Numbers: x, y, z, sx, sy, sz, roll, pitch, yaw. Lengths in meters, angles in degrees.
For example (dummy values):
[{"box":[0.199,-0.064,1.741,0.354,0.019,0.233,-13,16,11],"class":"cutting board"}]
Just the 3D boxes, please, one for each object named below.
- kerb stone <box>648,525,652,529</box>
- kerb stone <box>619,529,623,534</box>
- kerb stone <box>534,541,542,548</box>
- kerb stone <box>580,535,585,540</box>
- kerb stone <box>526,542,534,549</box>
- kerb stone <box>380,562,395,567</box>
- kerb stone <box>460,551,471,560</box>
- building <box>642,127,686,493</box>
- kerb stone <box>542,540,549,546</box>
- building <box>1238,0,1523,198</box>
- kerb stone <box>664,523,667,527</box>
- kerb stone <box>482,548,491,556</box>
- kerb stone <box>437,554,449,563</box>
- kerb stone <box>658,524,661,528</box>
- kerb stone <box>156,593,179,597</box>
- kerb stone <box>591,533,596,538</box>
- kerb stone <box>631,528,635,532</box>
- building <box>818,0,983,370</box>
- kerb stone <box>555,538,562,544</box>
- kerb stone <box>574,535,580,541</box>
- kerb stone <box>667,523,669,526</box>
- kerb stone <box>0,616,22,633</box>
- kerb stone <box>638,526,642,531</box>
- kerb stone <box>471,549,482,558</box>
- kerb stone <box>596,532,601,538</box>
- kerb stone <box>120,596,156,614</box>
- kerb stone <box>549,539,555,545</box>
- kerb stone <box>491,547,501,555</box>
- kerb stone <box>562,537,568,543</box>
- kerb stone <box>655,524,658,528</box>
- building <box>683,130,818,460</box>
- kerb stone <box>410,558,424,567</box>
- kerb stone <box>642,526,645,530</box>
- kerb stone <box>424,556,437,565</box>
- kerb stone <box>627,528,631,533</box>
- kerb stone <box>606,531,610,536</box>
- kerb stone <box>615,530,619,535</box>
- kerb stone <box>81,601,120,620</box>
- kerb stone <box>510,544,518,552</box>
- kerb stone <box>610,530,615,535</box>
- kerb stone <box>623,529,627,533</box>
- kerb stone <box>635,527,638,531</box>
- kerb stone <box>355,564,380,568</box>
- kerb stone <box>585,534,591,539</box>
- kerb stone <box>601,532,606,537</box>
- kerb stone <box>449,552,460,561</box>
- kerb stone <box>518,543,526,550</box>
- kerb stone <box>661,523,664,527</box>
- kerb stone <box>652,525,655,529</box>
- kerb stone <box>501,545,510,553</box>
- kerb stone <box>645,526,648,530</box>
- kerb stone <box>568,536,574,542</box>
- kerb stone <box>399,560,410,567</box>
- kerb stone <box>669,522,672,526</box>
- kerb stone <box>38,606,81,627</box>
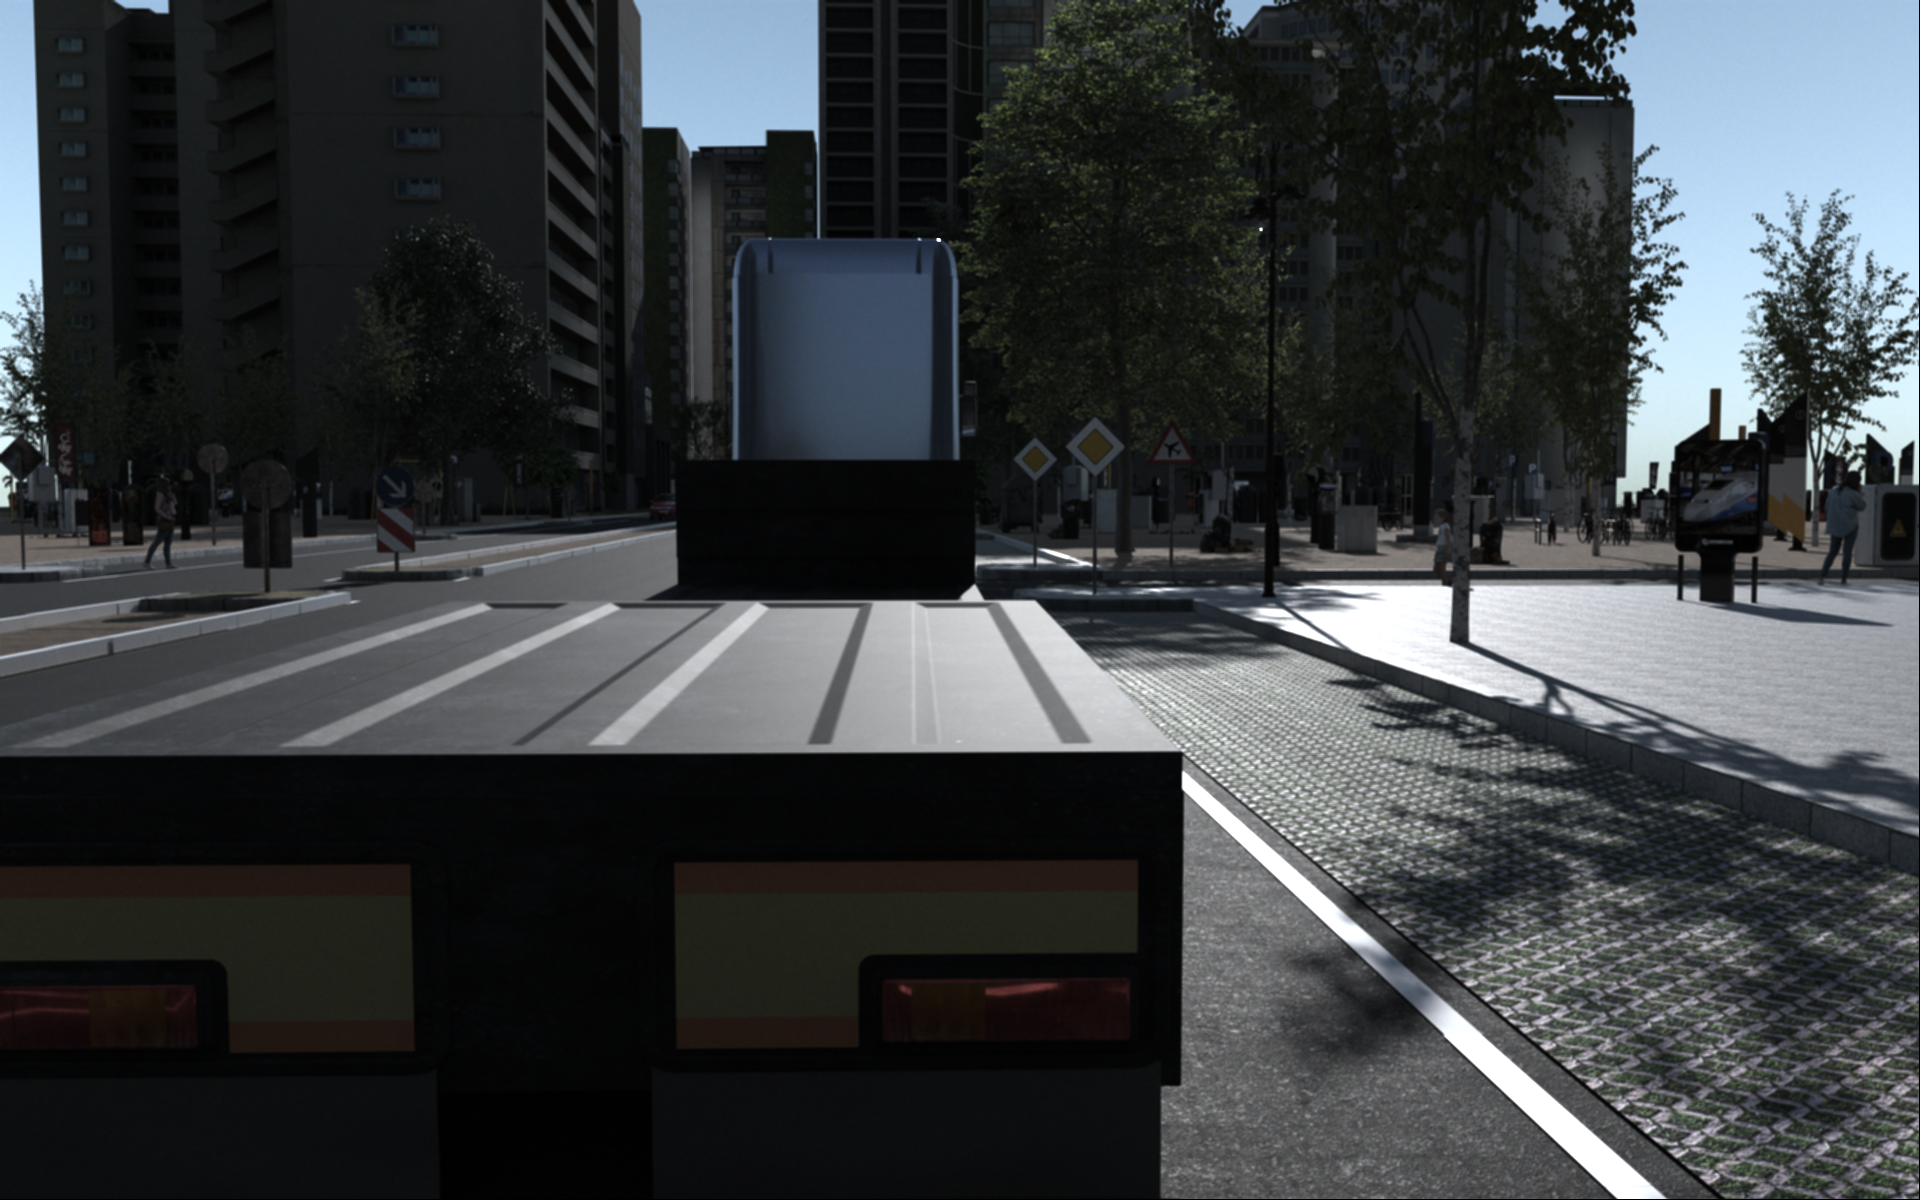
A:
[{"box":[-12.614,-2.903,69.655,0.120,0.150,1.000,0,4,-3],"class":"kerb stone"},{"box":[-12.186,-2.400,61.471,0.120,0.150,1.000,0,4,-3],"class":"kerb stone"},{"box":[-11.360,-1.463,46.118,0.120,0.150,1.000,0,4,-3],"class":"kerb stone"},{"box":[-11.749,-1.901,53.291,0.120,0.150,1.000,0,4,-3],"class":"kerb stone"},{"box":[-11.313,-1.400,45.092,0.120,0.150,1.000,0,4,-3],"class":"kerb stone"},{"box":[-10.603,-0.586,31.781,0.120,0.150,1.000,0,4,-3],"class":"kerb stone"},{"box":[-10.934,-0.962,37.924,0.120,0.150,1.000,0,4,-3],"class":"kerb stone"},{"box":[-37.978,-31.351,196.188,14.086,41.232,14.154,0,4,-3],"class":"building"},{"box":[-11.419,-1.526,47.138,0.120,0.150,1.000,0,4,-3],"class":"kerb stone"},{"box":[47.944,-40.464,203.584,28.212,58.520,21.231,0,4,-3],"class":"building"},{"box":[-12.892,-3.216,74.772,0.120,0.150,1.000,0,4,-3],"class":"kerb stone"},{"box":[-11.043,-1.086,39.966,0.120,0.150,1.000,0,4,-3],"class":"kerb stone"},{"box":[-10.823,-0.830,35.876,0.120,0.150,1.000,0,4,-3],"class":"kerb stone"},{"box":[-12.783,-3.085,72.727,0.120,0.150,1.000,0,4,-3],"class":"kerb stone"},{"box":[-10.081,0.016,22.006,0.120,0.150,1.000,0,4,-3],"class":"kerb stone"},{"box":[-11.861,-2.027,55.341,0.120,0.150,1.000,0,4,-3],"class":"kerb stone"},{"box":[-12.342,-2.585,64.537,0.120,0.150,1.000,0,4,-3],"class":"kerb stone"},{"box":[-5.741,-46.617,200.433,20.611,71.187,20.563,0,4,-3],"class":"building"},{"box":[-11.534,-1.651,49.191,0.120,0.150,1.000,0,4,-3],"class":"kerb stone"},{"box":[-11.695,-1.839,52.266,0.120,0.150,1.000,0,4,-3],"class":"kerb stone"},{"box":[-12.945,-3.279,75.800,0.120,0.150,1.000,0,4,-3],"class":"kerb stone"},{"box":[-9.864,0.269,17.916,0.120,0.150,1.000,0,4,-3],"class":"kerb stone"},{"box":[-12.454,-2.711,66.593,0.120,0.150,1.000,0,4,-3],"class":"kerb stone"},{"box":[-10.978,-1.022,38.945,0.120,0.150,1.000,0,4,-3],"class":"kerb stone"},{"box":[-11.920,-2.090,56.361,0.120,0.150,1.000,0,4,-3],"class":"kerb stone"},{"box":[-10.037,0.074,20.981,0.120,0.150,1.000,0,4,-3],"class":"kerb stone"},{"box":[-11.472,-1.588,48.167,0.120,0.150,1.000,0,4,-3],"class":"kerb stone"},{"box":[-11.099,-1.148,40.990,0.120,0.150,1.000,0,4,-3],"class":"kerb stone"},{"box":[-11.590,-1.714,50.211,0.120,0.150,1.000,0,4,-3],"class":"kerb stone"},{"box":[-12.734,-3.021,71.698,0.120,0.150,1.000,0,4,-3],"class":"kerb stone"},{"box":[-23.246,-31.442,197.669,14.086,41.232,14.154,0,4,-3],"class":"building"},{"box":[-10.715,-0.711,33.827,0.120,0.150,1.000,0,4,-3],"class":"kerb stone"},{"box":[-12.513,-2.778,67.613,0.120,0.150,1.000,0,4,-3],"class":"kerb stone"},{"box":[-10.764,-0.774,34.855,0.120,0.150,1.000,0,4,-3],"class":"kerb stone"},{"box":[-12.290,-2.527,63.516,0.120,0.150,1.000,0,4,-3],"class":"kerb stone"},{"box":[-12.024,-2.212,58.407,0.120,0.150,1.000,0,4,-3],"class":"kerb stone"},{"box":[-12.130,-2.340,60.448,0.120,0.150,1.000,0,4,-3],"class":"kerb stone"},{"box":[-9.989,0.137,19.959,0.120,0.150,1.000,0,4,-3],"class":"kerb stone"},{"box":[-11.201,-1.275,43.048,0.120,0.150,1.000,0,4,-3],"class":"kerb stone"},{"box":[-12.074,-2.277,59.427,0.120,0.150,1.000,0,4,-3],"class":"kerb stone"},{"box":[-12.240,-2.465,62.495,0.120,0.150,1.000,0,4,-3],"class":"kerb stone"},{"box":[-12.400,-2.653,65.566,0.120,0.150,1.000,0,4,-3],"class":"kerb stone"},{"box":[-10.554,-0.520,30.758,0.120,0.150,1.000,0,4,-3],"class":"kerb stone"},{"box":[-11.807,-1.965,54.319,0.120,0.150,1.000,0,4,-3],"class":"kerb stone"},{"box":[-11.964,-2.152,57.382,0.120,0.150,1.000,0,4,-3],"class":"kerb stone"},{"box":[-10.877,-0.899,36.896,0.120,0.150,1.000,0,4,-3],"class":"kerb stone"},{"box":[-11.268,-1.333,44.071,0.120,0.150,1.000,0,4,-3],"class":"kerb stone"},{"box":[-12.841,-3.153,73.751,0.120,0.150,1.000,0,4,-3],"class":"kerb stone"},{"box":[-12.676,-2.963,70.677,0.120,0.150,1.000,0,4,-3],"class":"kerb stone"},{"box":[-11.150,-1.212,42.014,0.120,0.150,1.000,0,4,-3],"class":"kerb stone"},{"box":[-12.572,-2.839,68.634,0.120,0.150,1.000,0,4,-3],"class":"kerb stone"},{"box":[-11.646,-1.773,51.245,0.120,0.150,1.000,0,4,-3],"class":"kerb stone"},{"box":[-10.662,-0.649,32.806,0.120,0.150,1.000,0,4,-3],"class":"kerb stone"},{"box":[-13.006,-3.334,76.825,0.120,0.150,1.000,0,4,-3],"class":"kerb stone"},{"box":[-9.929,0.199,18.939,0.120,0.150,1.000,0,4,-3],"class":"kerb stone"}]
